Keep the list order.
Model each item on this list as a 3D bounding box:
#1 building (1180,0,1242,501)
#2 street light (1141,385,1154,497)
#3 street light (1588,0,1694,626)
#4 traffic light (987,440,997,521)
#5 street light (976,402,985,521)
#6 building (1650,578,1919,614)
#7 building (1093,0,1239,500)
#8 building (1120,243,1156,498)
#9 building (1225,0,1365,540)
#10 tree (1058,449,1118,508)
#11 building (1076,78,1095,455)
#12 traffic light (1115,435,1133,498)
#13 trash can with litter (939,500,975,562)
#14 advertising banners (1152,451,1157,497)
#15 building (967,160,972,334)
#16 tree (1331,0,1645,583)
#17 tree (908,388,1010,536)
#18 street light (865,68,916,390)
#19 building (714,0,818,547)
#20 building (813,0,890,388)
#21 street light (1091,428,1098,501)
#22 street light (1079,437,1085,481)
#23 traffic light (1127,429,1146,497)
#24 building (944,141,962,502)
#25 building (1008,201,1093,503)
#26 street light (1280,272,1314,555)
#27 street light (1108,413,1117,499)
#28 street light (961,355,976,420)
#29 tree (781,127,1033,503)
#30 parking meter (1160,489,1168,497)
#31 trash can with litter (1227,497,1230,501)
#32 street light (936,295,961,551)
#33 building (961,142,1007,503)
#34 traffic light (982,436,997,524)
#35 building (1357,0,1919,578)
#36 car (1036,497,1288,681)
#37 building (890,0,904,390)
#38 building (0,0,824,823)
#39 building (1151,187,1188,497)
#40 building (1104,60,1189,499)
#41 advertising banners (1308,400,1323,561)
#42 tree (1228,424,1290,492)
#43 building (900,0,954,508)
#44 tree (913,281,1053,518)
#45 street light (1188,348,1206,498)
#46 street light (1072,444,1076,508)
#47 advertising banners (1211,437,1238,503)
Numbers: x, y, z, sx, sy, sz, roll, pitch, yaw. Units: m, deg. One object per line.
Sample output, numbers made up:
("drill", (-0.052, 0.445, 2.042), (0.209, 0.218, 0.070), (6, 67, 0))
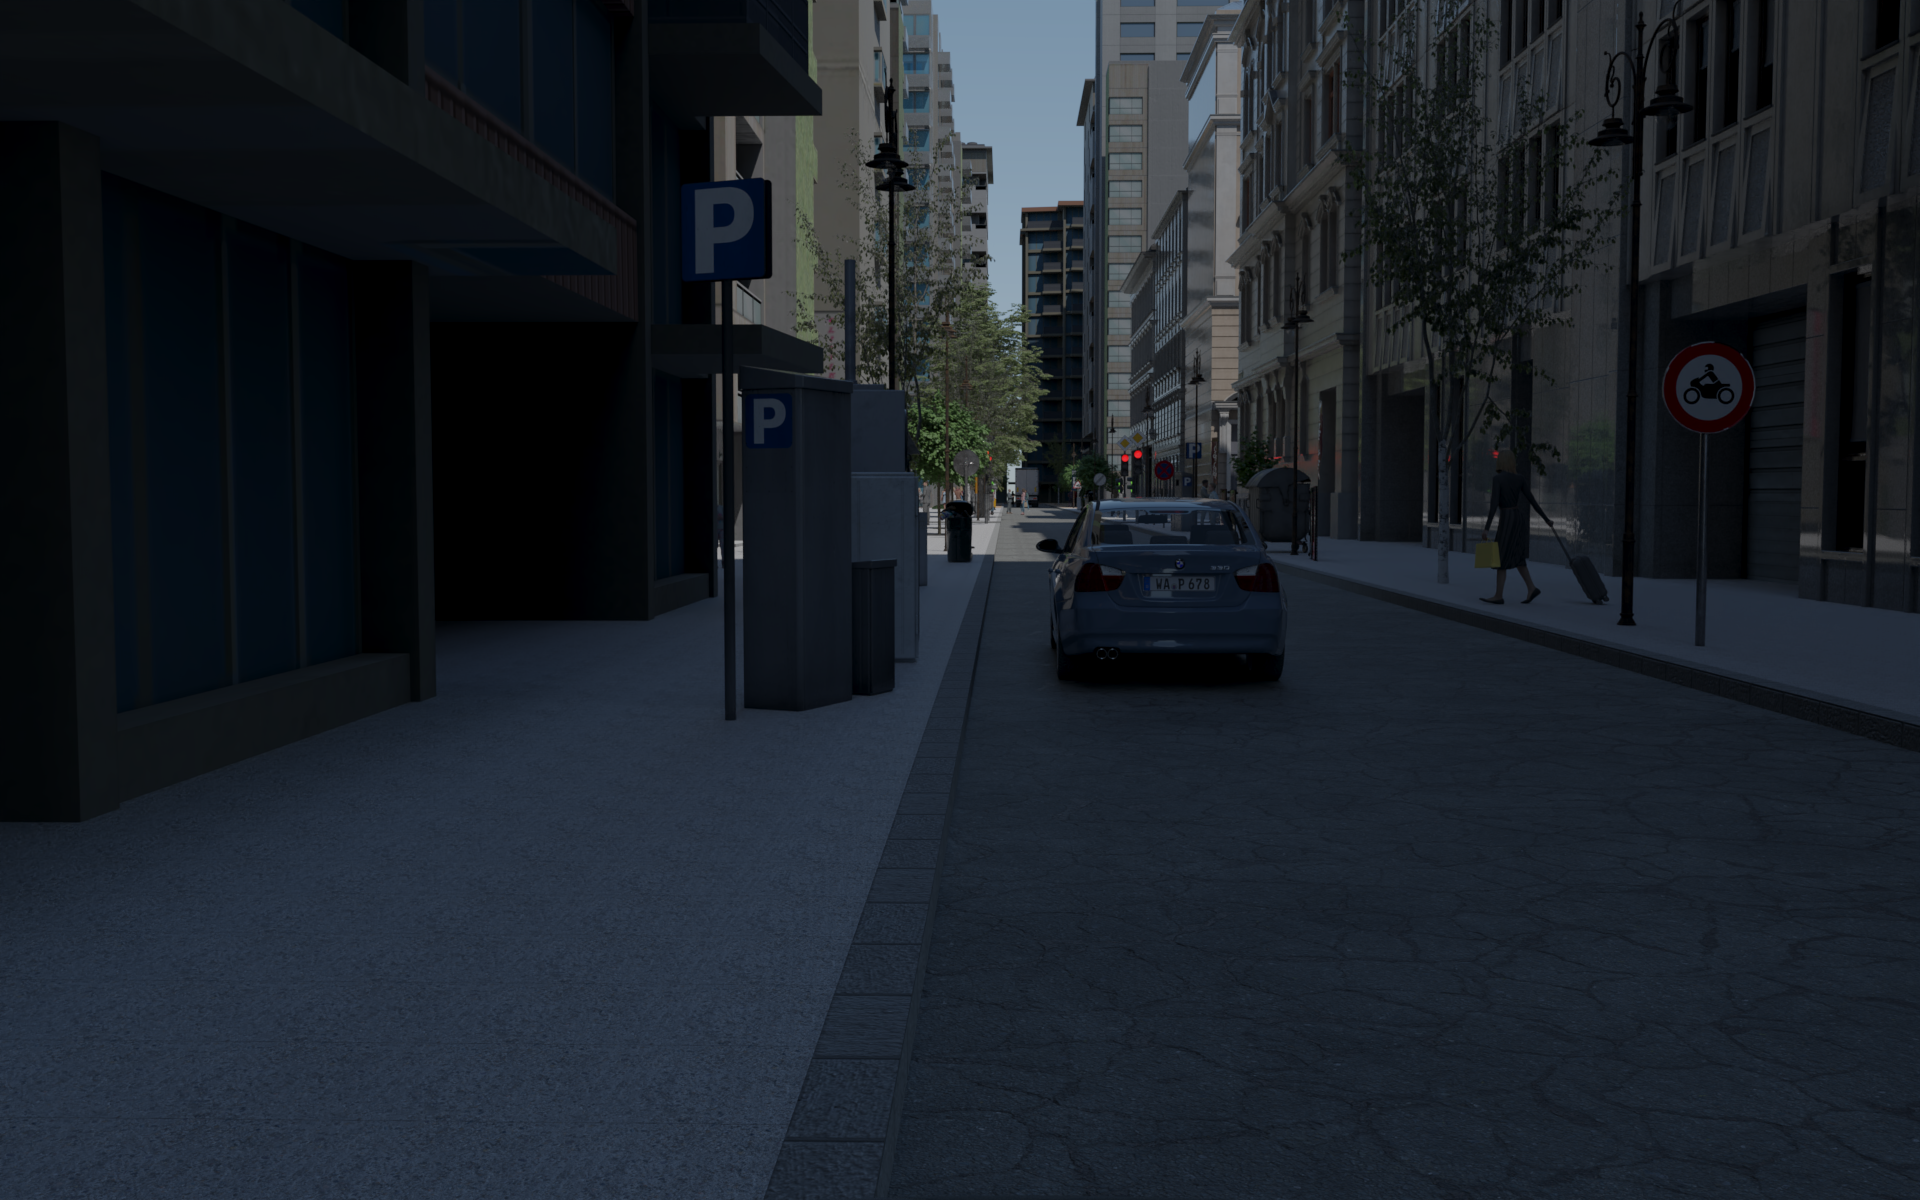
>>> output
("building", (22.180, -18.638, 90.629), (20.117, 28.700, 13.634), (0, 4, 2))
("street light", (7.985, -6.184, 73.901), (0.468, 5.910, 1.993), (0, 4, 2))
("street light", (6.522, -2.690, 16.766), (0.468, 5.910, 1.993), (0, 4, 2))
("traffic light", (1.365, -5.733, 82.647), (0.839, 4.253, 0.868), (0, 4, 2))
("street light", (0.869, -6.735, 82.904), (0.468, 5.910, 1.993), (0, 4, 2))
("building", (15.855, -12.131, 16.359), (12.078, 24.808, 19.932), (0, 4, 2))
("building", (25.069, -39.486, 187.601), (21.231, 58.520, 28.212), (0, 4, 2))
("building", (18.030, -17.521, 137.376), (10.553, 20.767, 40.483), (0, 4, 2))
("building", (17.146, -16.605, 58.877), (14.401, 28.519, 23.554), (0, 4, 2))
("tree", (9.482, -8.541, 123.351), (4.285, 4.588, 4.351), (0, 3, 0))
("building", (29.298, -38.302, 215.477), (28.713, 52.752, 27.495), (0, 4, 2))
("traffic light", (7.824, -5.723, 82.493), (0.839, 4.253, 0.868), (0, 4, 2))
("trash can with litter", (-0.040, -1.310, 32.803), (0.624, 1.170, 1.055), (0, 4, 5))
("advertising banners", (8.052, -4.620, 71.719), (0.090, 3.025, 2.074), (0, 4, 4))
("building", (-13.874, -36.608, 218.153), (30.456, 49.044, 23.786), (0, 4, 2))
("tree", (7.016, -4.531, 24.437), (4.360, 8.622, 3.978), (0, 3, 0))
("tree", (-0.681, -4.291, 53.878), (4.285, 4.588, 4.351), (0, 3, 0))
("street light", (-0.765, -2.852, 19.412), (0.468, 5.910, 1.993), (0, 4, 2))
("building", (-11.234, -21.910, 41.819), (14.154, 41.232, 14.086), (0, 4, 2))
("building", (-13.629, -26.670, 59.751), (21.600, 48.544, 21.300), (0, 4, 2))
("street light", (9.236, -8.918, 118.592), (0.468, 5.910, 1.993), (0, 4, 2))
("street light", (9.740, -10.131, 138.427), (0.468, 5.910, 1.993), (0, 4, 2))
("traffic light", (7.613, -5.235, 74.511), (0.839, 4.253, 0.868), (0, 4, 2))
("building", (-6.952, -31.282, 195.062), (14.154, 41.232, 14.086), (0, 4, 2))
("building", (21.539, -36.686, 254.446), (28.867, 44.769, 22.147), (0, 4, 2))
("street light", (7.034, -3.882, 36.252), (0.468, 5.910, 1.993), (0, 4, 2))
("street light", (8.725, -7.738, 99.306), (0.468, 5.910, 1.993), (0, 4, 2))
("street light", (0.214, -5.203, 57.853), (0.468, 5.910, 1.993), (0, 4, 2))
("tree", (-1.244, -5.119, 34.052), (4.360, 8.622, 3.978), (0, 3, 0))
("parking meter", (9.681, -4.514, 82.220), (0.372, 1.533, 0.369), (0, 3, 0))
("trash can with litter", (11.194, -3.871, 74.681), (1.055, 1.170, 0.624), (3, 5, 44))
("street light", (-0.288, -4.025, 38.591), (0.468, 5.910, 1.993), (0, 4, 2))
("building", (-6.674, -40.920, 258.287), (27.495, 52.752, 28.713), (0, 4, 2))
("traffic light", (1.154, -5.244, 74.665), (0.839, 4.253, 0.868), (0, 4, 2))
("building", (16.624, -13.370, 36.614), (12.078, 24.808, 19.932), (0, 4, 2))
("car", (1.651, -0.159, 14.608), (2.014, 1.417, 4.499), (0, 4, 2))
("building", (-10.469, -19.770, 94.941), (14.160, 30.474, 14.107), (0, 4, 2))
("building", (-12.872, -21.878, 12.323), (22.147, 44.769, 28.867), (0, 4, 2))
("building", (17.487, -15.821, 107.816), (9.793, 20.994, 18.267), (0, 4, 2))
("building", (20.902, -29.574, 167.122), (14.154, 41.232, 14.086), (0, 4, 2))
("advertising banners", (6.838, -2.270, 33.306), (0.090, 3.025, 2.074), (0, 4, 7))
("tree", (8.260, -3.258, 47.871), (1.663, 3.219, 1.824), (0, 3, 0))
("building", (-11.817, -33.829, 172.715), (23.786, 49.044, 30.456), (0, 4, 2))
("tree", (1.085, -10.692, 92.936), (7.486, 12.596, 7.792), (0, 3, 0))
("street light", (7.517, -5.033, 55.076), (0.468, 5.910, 1.993), (0, 4, 2))
("street light", (10.323, -11.282, 157.249), (0.468, 5.910, 1.993), (0, 4, 2))
("advertising banners", (8.013, -3.449, 52.580), (0.090, 3.025, 2.074), (-1, 4, -13))
